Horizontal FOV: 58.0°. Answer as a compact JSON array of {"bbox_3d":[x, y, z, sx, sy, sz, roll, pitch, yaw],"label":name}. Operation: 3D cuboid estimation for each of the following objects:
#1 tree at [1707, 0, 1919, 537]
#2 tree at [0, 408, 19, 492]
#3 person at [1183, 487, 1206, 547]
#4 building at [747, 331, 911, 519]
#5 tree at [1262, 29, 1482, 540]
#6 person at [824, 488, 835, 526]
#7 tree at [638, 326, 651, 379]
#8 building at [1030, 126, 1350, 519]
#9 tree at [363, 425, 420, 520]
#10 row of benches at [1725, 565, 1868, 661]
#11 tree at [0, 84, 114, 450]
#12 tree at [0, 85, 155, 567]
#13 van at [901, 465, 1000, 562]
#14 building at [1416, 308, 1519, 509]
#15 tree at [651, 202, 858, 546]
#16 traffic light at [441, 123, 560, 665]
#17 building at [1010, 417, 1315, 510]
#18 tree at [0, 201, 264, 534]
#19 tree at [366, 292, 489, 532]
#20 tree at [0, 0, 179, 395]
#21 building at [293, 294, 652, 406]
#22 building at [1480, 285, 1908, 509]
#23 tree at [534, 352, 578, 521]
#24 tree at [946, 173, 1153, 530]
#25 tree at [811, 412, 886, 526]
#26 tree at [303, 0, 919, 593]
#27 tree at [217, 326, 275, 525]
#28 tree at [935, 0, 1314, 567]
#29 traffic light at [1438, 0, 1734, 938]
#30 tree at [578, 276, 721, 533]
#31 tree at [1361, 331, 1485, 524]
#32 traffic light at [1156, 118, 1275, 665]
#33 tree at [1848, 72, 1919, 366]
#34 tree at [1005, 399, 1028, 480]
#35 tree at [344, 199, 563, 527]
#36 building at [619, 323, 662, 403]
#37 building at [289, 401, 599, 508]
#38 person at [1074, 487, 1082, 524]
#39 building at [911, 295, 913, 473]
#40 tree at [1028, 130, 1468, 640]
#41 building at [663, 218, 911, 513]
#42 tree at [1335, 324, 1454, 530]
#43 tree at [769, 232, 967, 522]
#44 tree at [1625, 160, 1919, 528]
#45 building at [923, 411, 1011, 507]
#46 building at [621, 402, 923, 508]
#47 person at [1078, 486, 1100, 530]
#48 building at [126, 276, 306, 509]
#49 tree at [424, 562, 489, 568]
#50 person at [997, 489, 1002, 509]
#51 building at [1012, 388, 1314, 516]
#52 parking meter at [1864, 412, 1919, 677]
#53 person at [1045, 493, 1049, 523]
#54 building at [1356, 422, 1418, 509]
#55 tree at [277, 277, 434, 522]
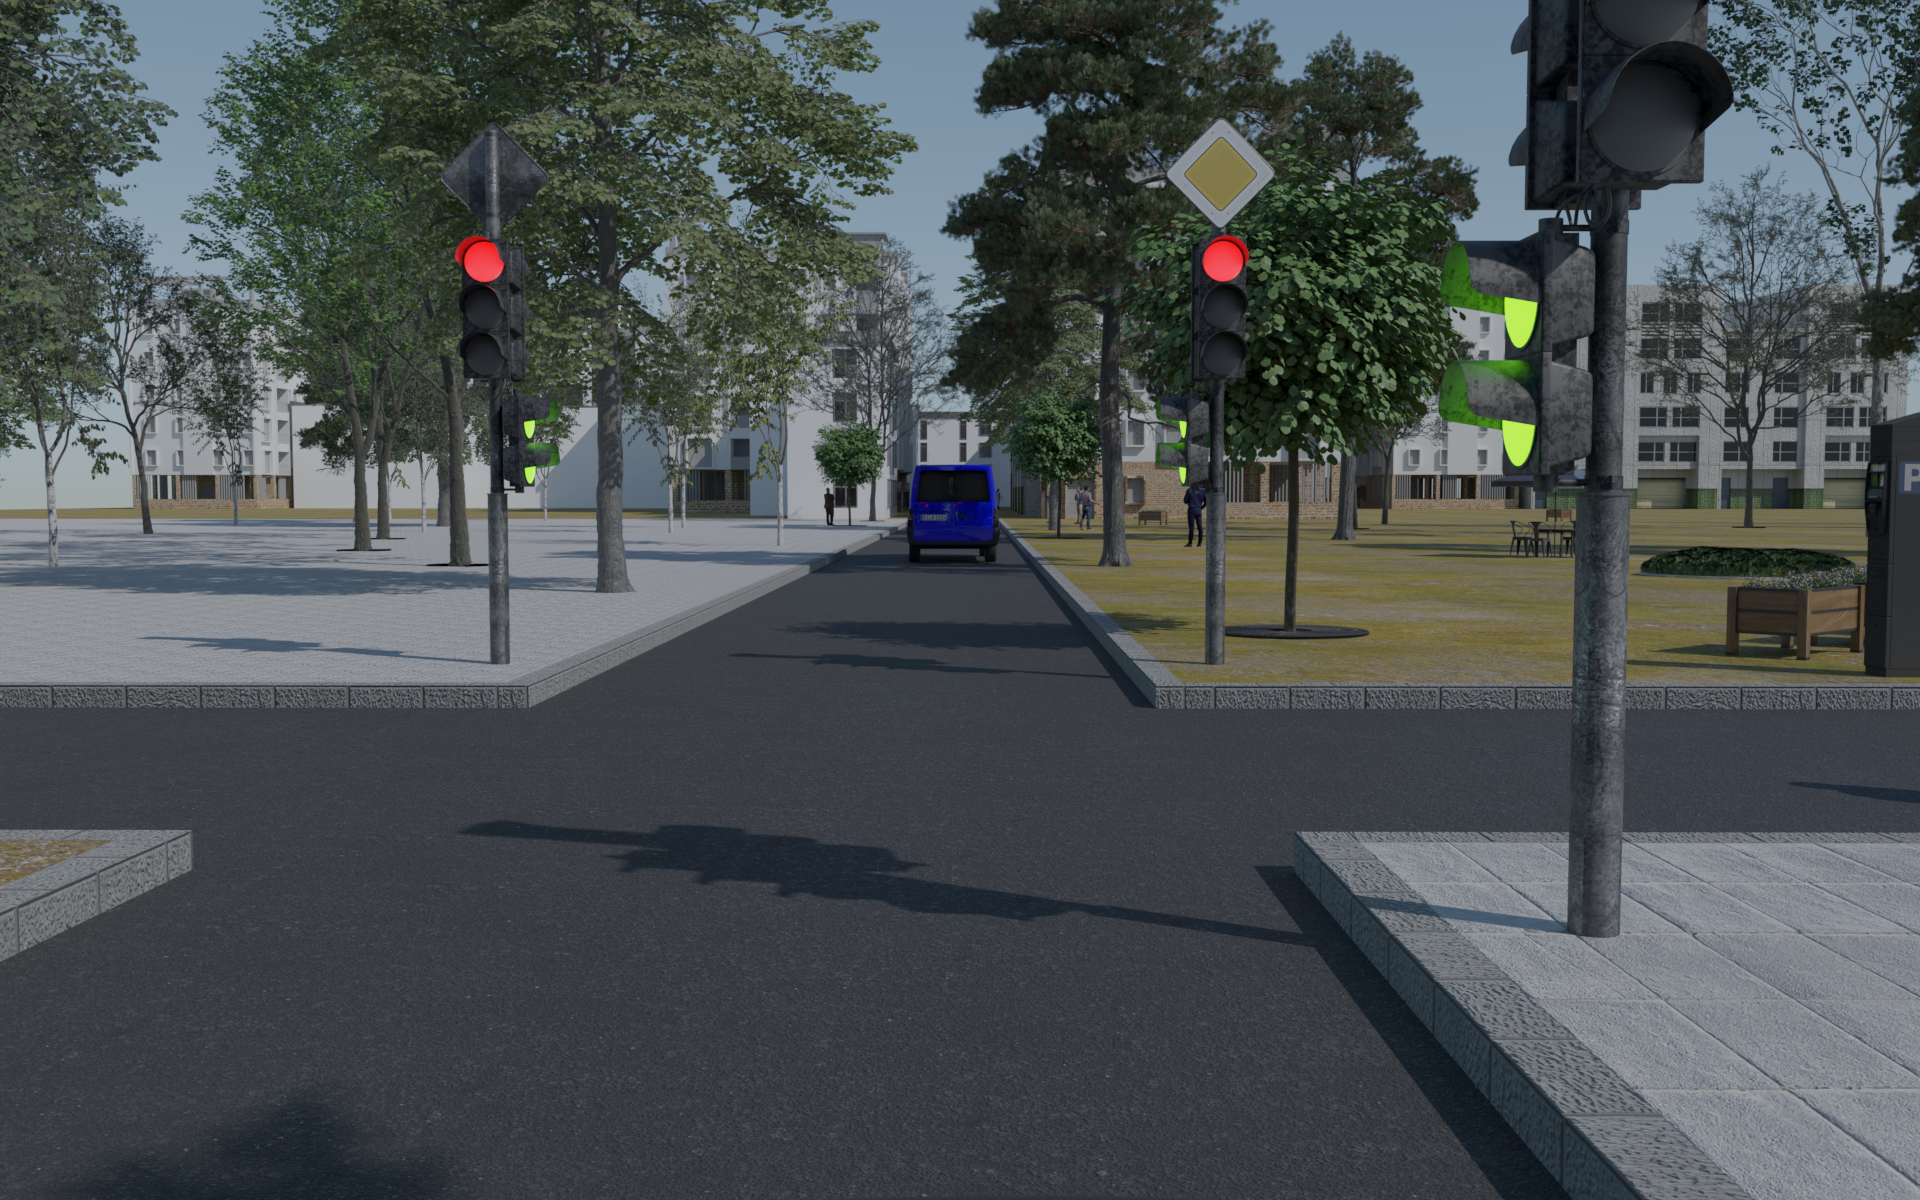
[{"bbox_3d":[28.056,-11.857,49.744,12.611,20.169,13.585,0,3,0],"label":"tree"},{"bbox_3d":[-51.485,-6.735,73.019,20.602,7.101,11.467,-2,4,-34],"label":"tree"},{"bbox_3d":[5.681,-2.164,42.126,0.576,1.737,0.504,-2,4,-34],"label":"person"},{"bbox_3d":[-8.164,-9.852,103.234,9.099,9.664,28.070,0,4,0],"label":"building"},{"bbox_3d":[11.060,-8.599,48.015,7.806,13.903,7.818,0,3,0],"label":"tree"},{"bbox_3d":[-5.334,-3.807,70.562,0.482,1.546,0.388,2,4,26],"label":"person"},{"bbox_3d":[-10.250,-7.036,65.394,4.737,8.622,4.395,0,3,0],"label":"tree"},{"bbox_3d":[11.876,-14.535,94.075,16.016,20.091,11.380,0,4,0],"label":"building"},{"bbox_3d":[-28.084,-8.284,85.804,4.737,8.622,4.395,0,3,0],"label":"tree"},{"bbox_3d":[7.862,0.035,14.888,4.104,0.672,1.422,-3,5,-40],"label":"row of benches"},{"bbox_3d":[-25.505,-7.692,43.888,7.486,12.596,7.792,0,3,0],"label":"tree"},{"bbox_3d":[-16.021,-4.879,30.126,4.360,8.622,3.978,0,3,0],"label":"tree"},{"bbox_3d":[-0.192,-2.066,38.155,2.240,2.365,5.245,0,4,-1],"label":"van"},{"bbox_3d":[50.925,-19.778,179.786,11.380,20.091,16.016,0,4,0],"label":"building"},{"bbox_3d":[-4.720,-5.662,42.939,4.737,8.622,4.395,0,3,0],"label":"tree"},{"bbox_3d":[-3.459,-1.451,12.975,0.839,4.213,0.868,0,4,0],"label":"traffic light"},{"bbox_3d":[18.179,-18.557,147.378,27.936,21.610,32.646,0,4,0],"label":"building"},{"bbox_3d":[-26.253,-7.392,55.278,7.601,10.594,8.767,2,4,31],"label":"tree"},{"bbox_3d":[-17.878,-6.597,58.225,4.360,8.622,3.978,0,3,0],"label":"tree"},{"bbox_3d":[-14.085,-6.933,20.018,9.857,13.997,8.962,0,3,0],"label":"tree"},{"bbox_3d":[-51.457,-21.004,187.385,32.646,21.610,27.936,0,4,0],"label":"building"},{"bbox_3d":[64.342,-17.636,154.808,31.486,18.905,16.747,0,4,0],"label":"building"},{"bbox_3d":[-19.997,-8.133,83.338,4.360,8.622,3.978,0,3,0],"label":"tree"},{"bbox_3d":[3.221,-8.711,60.549,7.486,12.596,7.792,0,3,0],"label":"tree"},{"bbox_3d":[-4.395,-5.244,69.459,4.285,4.588,4.351,0,3,0],"label":"tree"},{"bbox_3d":[-4.406,-6.344,21.851,7.486,12.596,7.792,0,3,0],"label":"tree"},{"bbox_3d":[-30.075,-7.386,71.117,4.360,8.622,3.978,0,3,0],"label":"tree"},{"bbox_3d":[2.675,-6.633,30.510,6.751,12.117,7.091,0,3,0],"label":"tree"},{"bbox_3d":[1.838,-0.961,4.963,0.839,4.213,0.868,0,4,0],"label":"traffic light"},{"bbox_3d":[-9.824,-6.536,57.225,4.360,8.622,3.978,0,3,0],"label":"tree"},{"bbox_3d":[17.883,-8.473,72.947,8.767,10.594,7.601,1,4,23],"label":"tree"},{"bbox_3d":[1.902,-1.450,12.948,0.839,4.213,0.868,0,4,0],"label":"traffic light"},{"bbox_3d":[22.083,-7.807,35.074,7.806,13.903,7.818,0,3,0],"label":"tree"},{"bbox_3d":[2.852,-4.040,49.770,4.285,4.588,4.351,0,3,0],"label":"tree"},{"bbox_3d":[-20.343,-9.858,67.841,9.857,13.997,8.962,0,3,0],"label":"tree"},{"bbox_3d":[-29.081,-19.864,181.193,11.380,20.091,16.016,0,4,0],"label":"building"},{"bbox_3d":[-46.223,-13.351,160.431,28.070,9.664,9.099,0,4,0],"label":"building"},{"bbox_3d":[5.086,-4.048,74.287,0.319,1.574,0.516,-1,4,-14],"label":"person"},{"bbox_3d":[-11.655,-17.006,134.473,16.016,20.091,11.380,0,4,0],"label":"building"},{"bbox_3d":[2.956,-1.963,15.811,4.285,4.588,4.351,0,3,0],"label":"tree"},{"bbox_3d":[-11.920,-16.312,123.116,16.016,20.091,11.380,0,4,0],"label":"building"},{"bbox_3d":[14.224,-8.394,62.991,9.928,11.665,9.643,0,3,0],"label":"tree"},{"bbox_3d":[-3.945,-10.416,80.664,12.009,13.543,11.850,0,3,0],"label":"tree"},{"bbox_3d":[29.646,-9.450,64.874,12.009,13.543,11.850,0,3,0],"label":"tree"},{"bbox_3d":[-8.631,-14.355,176.853,28.070,9.664,9.099,0,4,0],"label":"building"},{"bbox_3d":[-17.855,-13.293,159.495,28.070,9.664,9.099,0,4,0],"label":"building"},{"bbox_3d":[4.519,-3.288,61.759,0.963,1.587,0.435,2,4,35],"label":"person"},{"bbox_3d":[-66.180,-18.392,157.121,11.380,20.091,16.016,0,4,0],"label":"building"},{"bbox_3d":[-9.029,-6.405,30.481,9.928,11.665,9.643,0,3,0],"label":"tree"},{"bbox_3d":[3.303,-8.496,145.667,0.721,1.735,1.217,1,4,20],"label":"person"},{"bbox_3d":[12.214,-15.232,115.503,16.747,18.905,31.486,0,4,0],"label":"building"},{"bbox_3d":[6.610,-0.396,12.186,0.399,1.863,0.255,0,4,-3],"label":"parking meter"},{"bbox_3d":[4.133,-4.349,77.025,0.709,1.838,0.599,-1,4,-21],"label":"person"},{"bbox_3d":[39.549,-19.807,180.263,11.380,20.091,16.016,0,4,0],"label":"building"},{"bbox_3d":[-27.425,-9.598,78.976,6.751,12.117,7.091,0,3,0],"label":"tree"}]
